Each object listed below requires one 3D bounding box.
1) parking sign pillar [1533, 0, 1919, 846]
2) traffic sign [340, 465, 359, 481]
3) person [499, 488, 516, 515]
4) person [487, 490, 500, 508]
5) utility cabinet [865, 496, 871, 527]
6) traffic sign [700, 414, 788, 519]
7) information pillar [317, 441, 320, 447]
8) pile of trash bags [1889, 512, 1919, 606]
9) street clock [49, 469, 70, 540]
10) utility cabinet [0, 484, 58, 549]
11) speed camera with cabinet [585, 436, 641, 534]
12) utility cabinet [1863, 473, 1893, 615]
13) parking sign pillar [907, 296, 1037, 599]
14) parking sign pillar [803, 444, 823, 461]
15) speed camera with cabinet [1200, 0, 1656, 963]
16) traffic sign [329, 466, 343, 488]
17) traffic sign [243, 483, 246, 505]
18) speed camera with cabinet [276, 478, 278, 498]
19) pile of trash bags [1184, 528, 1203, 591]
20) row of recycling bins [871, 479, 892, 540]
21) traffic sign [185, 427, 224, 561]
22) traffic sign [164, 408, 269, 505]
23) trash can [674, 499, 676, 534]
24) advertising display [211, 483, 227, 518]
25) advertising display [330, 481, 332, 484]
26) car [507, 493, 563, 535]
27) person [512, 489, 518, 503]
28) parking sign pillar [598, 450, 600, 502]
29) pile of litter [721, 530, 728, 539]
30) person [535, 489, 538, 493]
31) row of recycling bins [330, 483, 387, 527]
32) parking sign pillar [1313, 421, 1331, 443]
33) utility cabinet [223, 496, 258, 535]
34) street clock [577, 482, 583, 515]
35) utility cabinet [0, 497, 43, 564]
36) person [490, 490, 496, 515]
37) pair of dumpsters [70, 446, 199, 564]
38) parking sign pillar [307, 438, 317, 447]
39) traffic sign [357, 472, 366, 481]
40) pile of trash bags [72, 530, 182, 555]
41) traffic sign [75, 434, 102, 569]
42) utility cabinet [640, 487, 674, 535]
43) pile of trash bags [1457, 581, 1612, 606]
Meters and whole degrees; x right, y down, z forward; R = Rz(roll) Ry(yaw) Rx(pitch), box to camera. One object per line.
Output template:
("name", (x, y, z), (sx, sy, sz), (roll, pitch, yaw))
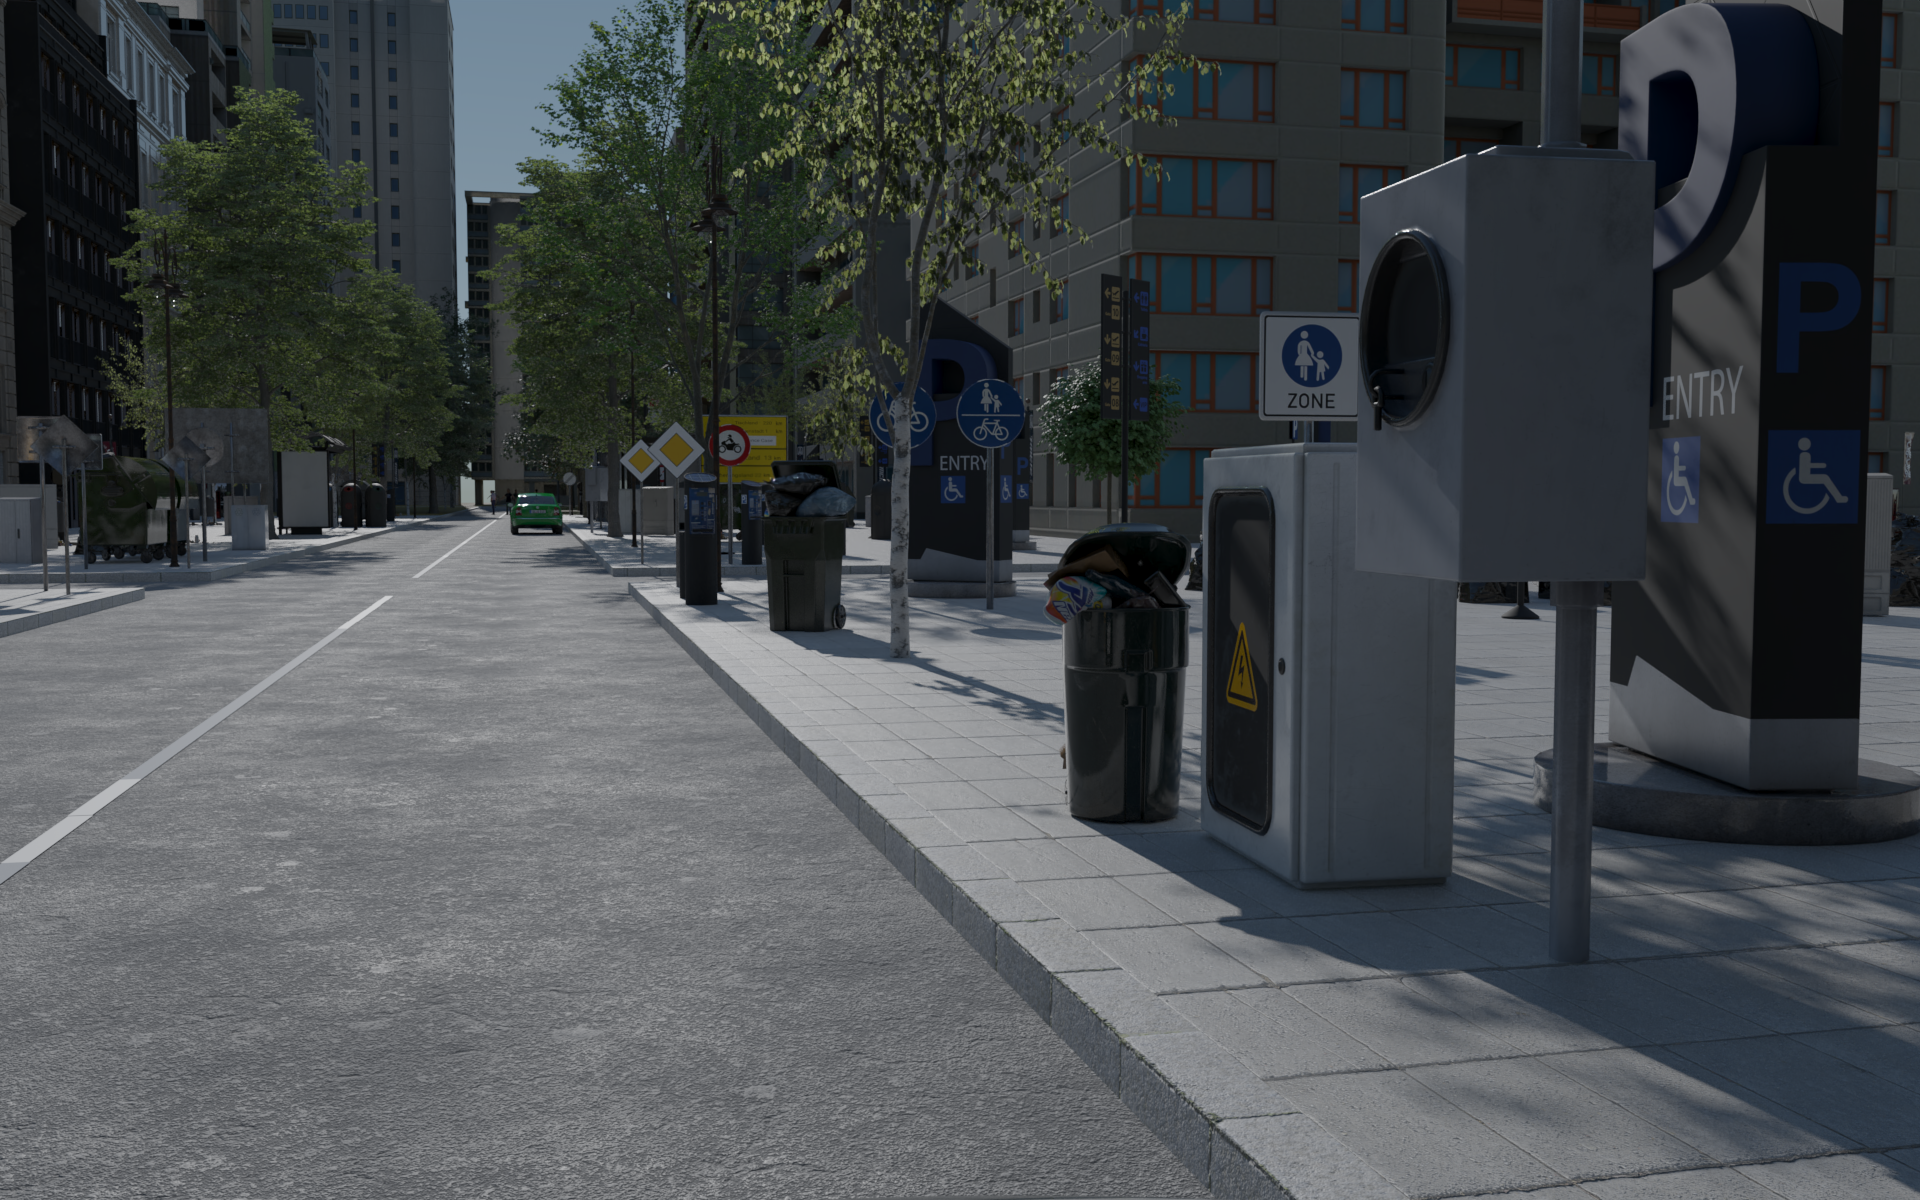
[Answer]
("parking sign pillar", (3.085, -1.127, 6.906), (1.447, 3.967, 1.447), (0, 4, -2))
("traffic sign", (-26.282, -4.558, 74.624), (0.768, 2.556, 0.104), (-1, 4, -12))
("person", (-31.294, -6.818, 119.983), (1.348, 1.822, 0.705), (1, 4, 17))
("person", (-47.816, -10.344, 177.620), (1.348, 1.824, 0.705), (-2, 4, -33))
("utility cabinet", (-3.165, -3.430, 67.244), (1.020, 1.237, 0.306), (2, 4, 23))
("traffic sign", (-5.550, -3.099, 44.541), (2.265, 3.308, 0.079), (-1, 4, -12))
("information pillar", (-28.364, -5.215, 76.627), (0.183, 3.616, 0.504), (-2, 4, -25))
("pile of trash bags", (12.138, -0.620, 19.895), (3.447, 1.369, 1.912), (2, 4, 28))
("street clock", (-24.979, -2.662, 48.095), (0.471, 2.002, 0.358), (-1, 4, -19))
("utility cabinet", (-21.300, -1.888, 39.551), (1.173, 1.500, 0.318), (-3, 5, -41))
("speed camera with cabinet", (-11.364, -3.825, 56.876), (2.038, 3.252, 0.660), (2, 4, 32))
("utility cabinet", (9.147, -0.587, 18.283), (1.173, 1.500, 0.318), (1, 4, 15))
("parking sign pillar", (-0.006, -2.040, 21.829), (1.447, 3.967, 1.447), (2, 4, 26))
("parking sign pillar", (-8.011, -6.481, 94.431), (1.447, 3.967, 1.447), (3, 5, 44))
("speed camera with cabinet", (1.352, -0.681, 5.470), (0.660, 3.252, 2.038), (-1, 4, -11))
("traffic sign", (-28.647, -4.861, 79.579), (0.768, 2.556, 0.104), (0, 4, -6))
("traffic sign", (-17.211, -2.420, 41.695), (0.606, 2.300, 0.079), (0, 4, -4))
("speed camera with cabinet", (-35.462, -6.009, 92.585), (2.038, 3.252, 0.660), (-3, 5, -44))
("pile of trash bags", (4.352, -0.887, 24.256), (1.912, 1.369, 3.447), (1, 4, 21))
("row of recycling bins", (-0.826, -2.581, 49.305), (3.534, 1.692, 1.069), (-1, 4, -19))
("traffic sign", (-14.384, -2.007, 32.926), (0.768, 2.556, 0.104), (0, 4, -7))
("traffic sign", (-17.587, -2.885, 41.038), (2.265, 3.308, 0.079), (-1, 4, -13))
("trash can", (-9.355, -2.685, 55.549), (0.748, 1.137, 0.748), (0, 3, 0))
("advertising display", (-40.352, -5.454, 94.381), (0.123, 1.923, 0.974), (2, 4, 27))
("advertising display", (-29.660, -4.685, 81.820), (0.123, 1.923, 0.974), (-2, 4, -28))
("car", (-15.410, -3.308, 62.883), (1.959, 1.807, 4.718), (-1, 4, -16))
("person", (-36.395, -8.167, 142.054), (0.705, 1.821, 1.348), (1, 4, 22))
("parking sign pillar", (-21.742, -7.095, 104.475), (1.447, 3.967, 1.447), (-1, 4, -21))
("pile of litter", (-7.220, -2.184, 49.680), (1.176, 0.858, 1.719), (-1, 4, -13))
("person", (-32.572, -7.624, 133.153), (1.348, 1.824, 0.705), (-3, 5, -40))
("row of recycling bins", (-24.080, -3.671, 67.126), (3.534, 1.692, 1.069), (-1, 4, -13))
("parking sign pillar", (8.867, -3.342, 43.122), (1.447, 3.967, 1.447), (0, 4, 2))
("utility cabinet", (-22.838, -2.683, 55.032), (0.306, 1.237, 1.020), (3, 4, 39))
("street clock", (-23.026, -6.159, 105.276), (0.471, 2.002, 0.358), (-1, 4, -20))
("utility cabinet", (-17.497, -1.284, 32.149), (1.020, 1.237, 0.306), (1, 4, 22))
("person", (-32.812, -6.854, 121.493), (0.436, 1.711, 0.756), (1, 4, 19))
("pair of dumpsters", (-16.030, -1.911, 33.733), (1.574, 2.255, 4.437), (-1, 4, -14))
("parking sign pillar", (-26.411, -5.041, 70.889), (1.447, 3.967, 1.447), (0, 4, -4))
("traffic sign", (-28.382, -4.923, 81.671), (0.795, 2.450, 0.064), (0, 4, -8))
("pile of trash bags", (-18.038, -1.741, 38.219), (1.912, 1.369, 3.447), (0, 4, -4))
("traffic sign", (-14.894, -1.671, 29.458), (0.606, 2.300, 0.079), (0, 4, -5))
("utility cabinet", (-9.337, -2.731, 53.335), (1.173, 1.500, 0.318), (3, 4, 36))
("pile of trash bags", (7.547, -0.666, 20.650), (3.447, 1.369, 1.912), (1, 4, 20))
